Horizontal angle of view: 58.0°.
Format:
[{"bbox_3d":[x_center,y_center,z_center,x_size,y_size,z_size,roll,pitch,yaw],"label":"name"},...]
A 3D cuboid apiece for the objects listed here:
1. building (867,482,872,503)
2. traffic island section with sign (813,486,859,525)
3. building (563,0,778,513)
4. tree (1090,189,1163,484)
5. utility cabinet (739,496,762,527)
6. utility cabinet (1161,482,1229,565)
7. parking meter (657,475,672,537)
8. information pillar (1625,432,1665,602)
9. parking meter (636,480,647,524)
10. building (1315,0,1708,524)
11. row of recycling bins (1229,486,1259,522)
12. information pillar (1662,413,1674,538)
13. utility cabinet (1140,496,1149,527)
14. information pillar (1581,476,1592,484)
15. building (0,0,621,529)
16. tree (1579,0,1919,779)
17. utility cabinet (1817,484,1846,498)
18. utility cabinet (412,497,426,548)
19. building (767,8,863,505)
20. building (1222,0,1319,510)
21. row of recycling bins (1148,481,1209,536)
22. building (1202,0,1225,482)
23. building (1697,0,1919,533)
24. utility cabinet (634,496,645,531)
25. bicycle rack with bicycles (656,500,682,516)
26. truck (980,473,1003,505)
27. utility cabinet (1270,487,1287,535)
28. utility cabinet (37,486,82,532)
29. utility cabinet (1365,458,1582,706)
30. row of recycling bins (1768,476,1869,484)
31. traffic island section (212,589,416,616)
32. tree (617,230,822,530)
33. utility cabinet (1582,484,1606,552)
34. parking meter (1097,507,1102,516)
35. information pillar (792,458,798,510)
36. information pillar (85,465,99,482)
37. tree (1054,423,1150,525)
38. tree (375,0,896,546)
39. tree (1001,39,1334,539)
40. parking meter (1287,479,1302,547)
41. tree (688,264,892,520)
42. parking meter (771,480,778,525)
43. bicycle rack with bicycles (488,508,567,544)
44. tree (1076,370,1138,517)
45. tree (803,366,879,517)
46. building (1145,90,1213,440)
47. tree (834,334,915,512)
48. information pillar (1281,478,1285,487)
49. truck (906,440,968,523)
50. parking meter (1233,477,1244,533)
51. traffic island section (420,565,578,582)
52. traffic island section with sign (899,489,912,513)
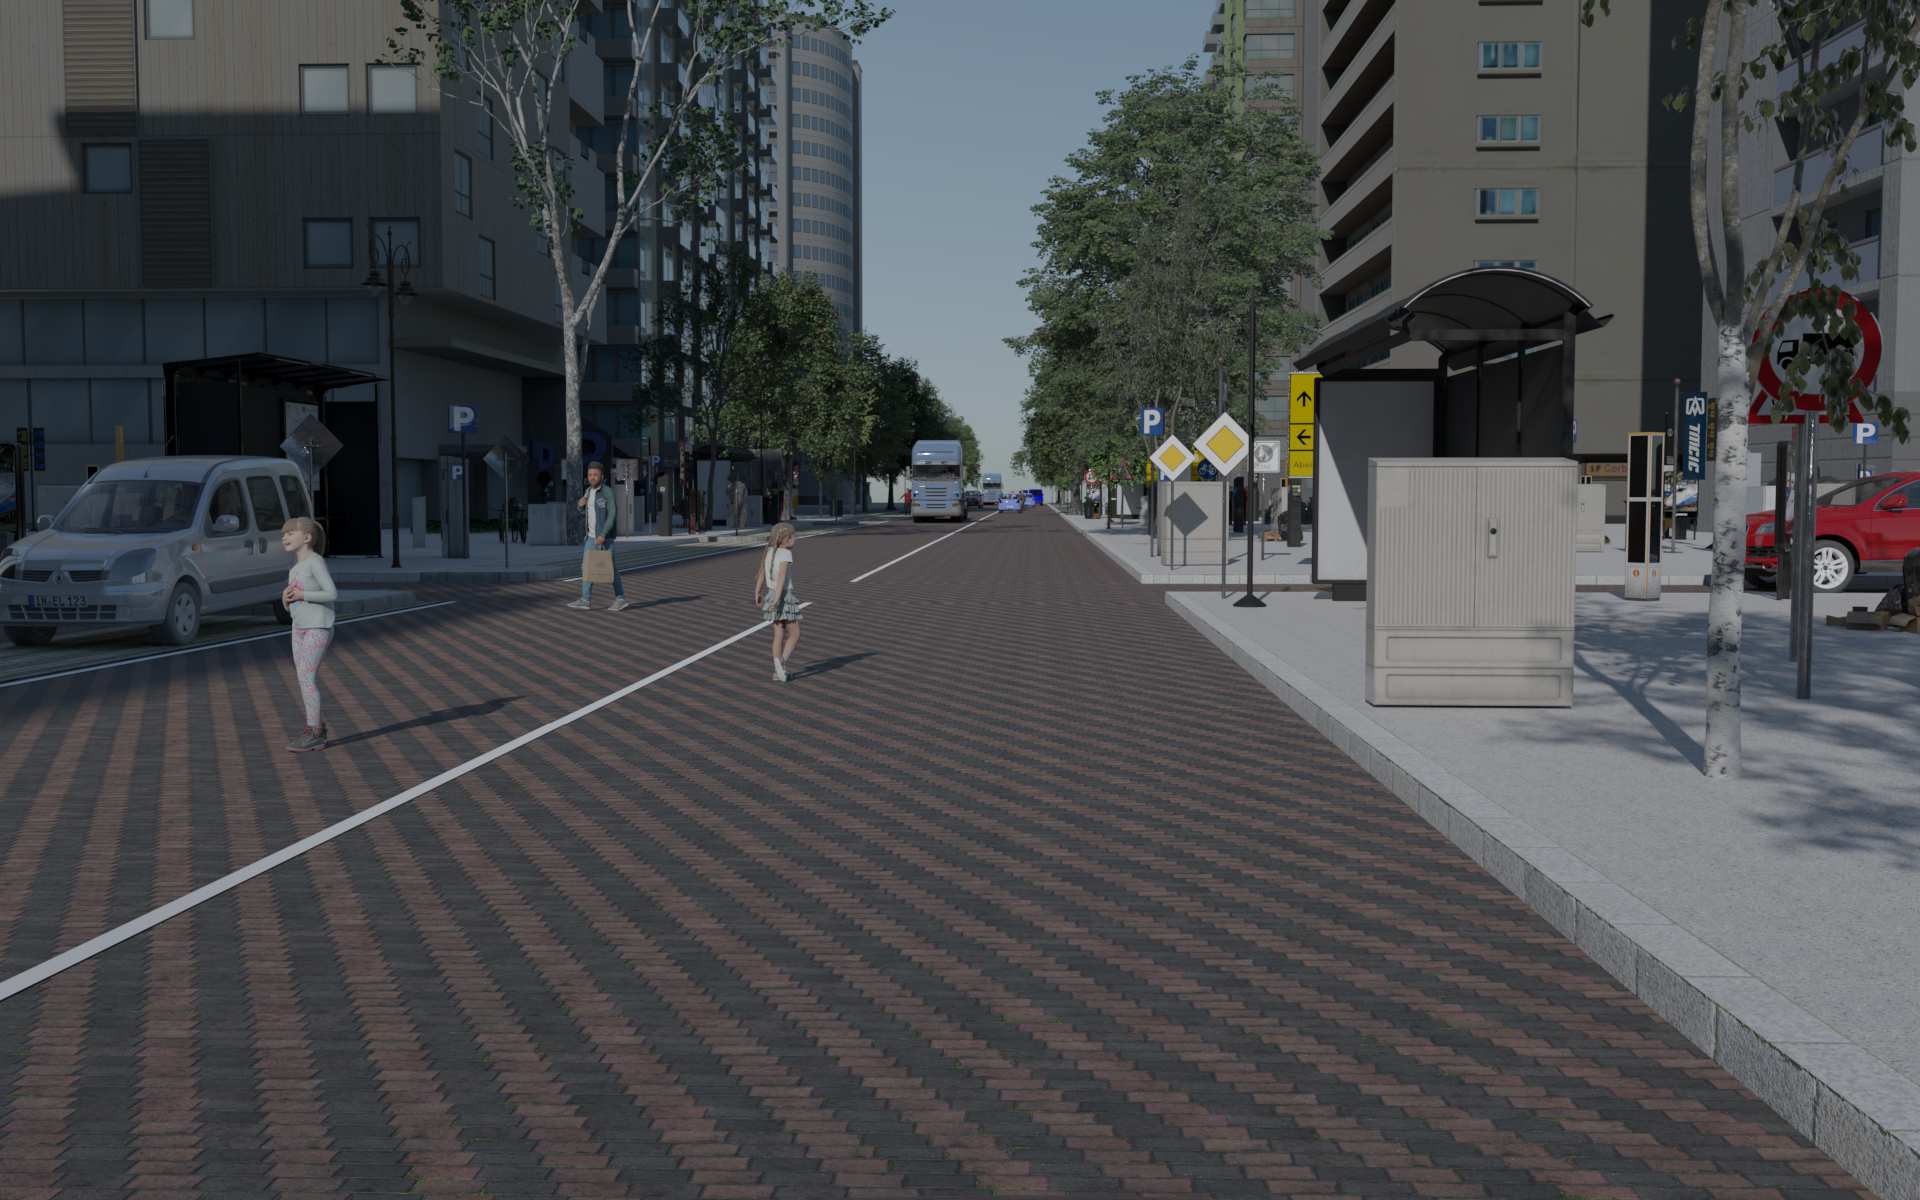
[{"bbox_3d":[-28.984,-33.541,240.271,32.217,40.220,23.993,0,4,2],"label":"building"},{"bbox_3d":[-5.662,-4.336,79.521,1.989,1.847,2.006,0,4,2],"label":"traffic island section with sign"},{"bbox_3d":[-28.094,-32.487,150.766,23.786,49.044,30.456,0,4,2],"label":"building"},{"bbox_3d":[4.813,-5.515,40.533,4.360,8.622,3.978,0,3,0],"label":"tree"},{"bbox_3d":[-8.273,-3.465,67.816,1.020,1.237,0.306,1,4,14],"label":"utility cabinet"},{"bbox_3d":[4.213,-1.371,31.098,1.173,1.500,0.318,-1,4,-13],"label":"utility cabinet"},{"bbox_3d":[-8.924,-2.852,52.336,0.399,1.863,0.255,2,4,23],"label":"parking meter"},{"bbox_3d":[8.214,-0.996,20.784,0.304,2.012,0.304,-3,4,-36],"label":"information pillar"},{"bbox_3d":[-13.437,-4.122,73.102,0.399,1.863,0.255,-3,4,-36],"label":"parking meter"},{"bbox_3d":[29.496,-28.054,82.390,21.300,48.544,21.600,0,4,2],"label":"building"},{"bbox_3d":[12.773,-4.520,81.022,1.069,1.692,3.534,3,5,43],"label":"row of recycling bins"},{"bbox_3d":[20.565,-3.599,50.197,0.504,3.616,0.183,-2,4,-33],"label":"information pillar"},{"bbox_3d":[7.247,-3.470,67.898,0.306,1.237,1.020,1,4,11],"label":"utility cabinet"},{"bbox_3d":[25.095,-3.974,69.466,0.304,2.012,0.304,-1,4,-19],"label":"information pillar"},{"bbox_3d":[-31.265,-29.661,74.199,28.713,52.752,27.495,0,4,2],"label":"building"},{"bbox_3d":[3.684,-3.496,7.516,4.360,8.622,3.978,0,3,0],"label":"tree"},{"bbox_3d":[18.322,-1.719,36.790,1.173,1.500,0.318,3,5,43],"label":"utility cabinet"},{"bbox_3d":[-13.011,-1.864,41.642,0.306,1.237,1.020,-1,4,-16],"label":"utility cabinet"},{"bbox_3d":[-23.856,-41.061,213.350,21.231,58.520,28.212,0,4,2],"label":"building"},{"bbox_3d":[26.608,-27.314,130.185,14.154,41.232,14.086,0,4,2],"label":"building"},{"bbox_3d":[7.010,-2.897,54.471,1.069,1.692,3.534,3,4,38],"label":"row of recycling bins"},{"bbox_3d":[33.062,-32.561,151.977,23.786,49.044,30.456,0,4,2],"label":"building"},{"bbox_3d":[38.658,-30.931,47.715,28.212,58.520,21.231,0,4,2],"label":"building"},{"bbox_3d":[-11.157,-3.001,60.234,0.306,1.237,1.020,0,4,-6],"label":"utility cabinet"},{"bbox_3d":[-17.121,-5.511,103.491,2.852,0.926,2.925,3,5,40],"label":"bicycle rack with bicycles"},{"bbox_3d":[4.515,-14.664,229.508,2.967,4.110,18.799,0,4,3],"label":"truck"},{"bbox_3d":[9.826,-2.721,53.174,0.318,1.500,1.173,0,4,-5],"label":"utility cabinet"},{"bbox_3d":[-24.628,-2.376,47.532,1.173,1.500,0.318,-2,4,-24],"label":"utility cabinet"},{"bbox_3d":[3.068,-0.107,10.424,1.173,1.500,0.318,0,4,3],"label":"utility cabinet"},{"bbox_3d":[20.431,-2.004,39.883,3.534,1.692,1.069,1,4,9],"label":"row of recycling bins"},{"bbox_3d":[-8.130,0.034,21.728,2.009,0.180,2.903,0,4,2],"label":"traffic island section"},{"bbox_3d":[-8.608,-7.746,61.053,7.601,10.594,8.767,1,4,12],"label":"tree"},{"bbox_3d":[13.567,-1.802,38.137,1.173,1.500,0.318,0,4,1],"label":"utility cabinet"},{"bbox_3d":[8.248,-5.776,102.849,0.372,1.533,0.369,0,3,0],"label":"parking meter"},{"bbox_3d":[-9.620,-6.652,100.110,0.504,3.616,0.183,-1,4,-20],"label":"information pillar"},{"bbox_3d":[-21.910,-2.403,43.776,0.304,2.012,0.304,-2,4,-30],"label":"information pillar"},{"bbox_3d":[6.795,-5.451,72.830,4.285,4.588,4.351,0,3,0],"label":"tree"},{"bbox_3d":[-8.418,-11.357,41.568,12.611,20.169,13.585,0,3,0],"label":"tree"},{"bbox_3d":[5.836,-8.749,49.704,9.857,13.997,8.962,0,3,0],"label":"tree"},{"bbox_3d":[8.062,-2.206,41.779,0.255,1.863,0.399,0,4,-5],"label":"parking meter"},{"bbox_3d":[-8.574,-10.356,86.320,9.611,12.733,9.660,0,3,0],"label":"tree"},{"bbox_3d":[-7.576,-3.982,70.818,0.255,1.863,0.399,0,4,-5],"label":"parking meter"},{"bbox_3d":[-11.184,-1.976,45.684,2.852,0.926,2.925,0,4,-5],"label":"bicycle rack with bicycles"},{"bbox_3d":[8.422,-9.051,98.350,4.737,8.622,4.395,0,3,0],"label":"tree"},{"bbox_3d":[-7.549,-8.934,96.440,4.737,8.622,4.395,0,3,0],"label":"tree"},{"bbox_3d":[38.198,-38.797,223.566,28.713,52.752,27.495,0,4,2],"label":"building"},{"bbox_3d":[-6.830,-12.519,122.816,7.486,12.596,7.792,0,3,0],"label":"tree"},{"bbox_3d":[14.982,-4.611,79.885,0.304,2.012,0.304,3,4,36],"label":"information pillar"},{"bbox_3d":[-0.950,-6.301,92.779,2.967,4.110,18.799,0,4,1],"label":"truck"},{"bbox_3d":[9.302,-3.188,57.838,0.255,1.863,0.399,-1,4,-11],"label":"parking meter"},{"bbox_3d":[-7.788,-0.454,29.706,2.009,0.180,2.903,0,4,2],"label":"traffic island section"},{"bbox_3d":[-3.527,-7.374,129.190,1.989,1.847,2.006,0,4,2],"label":"traffic island section with sign"}]
